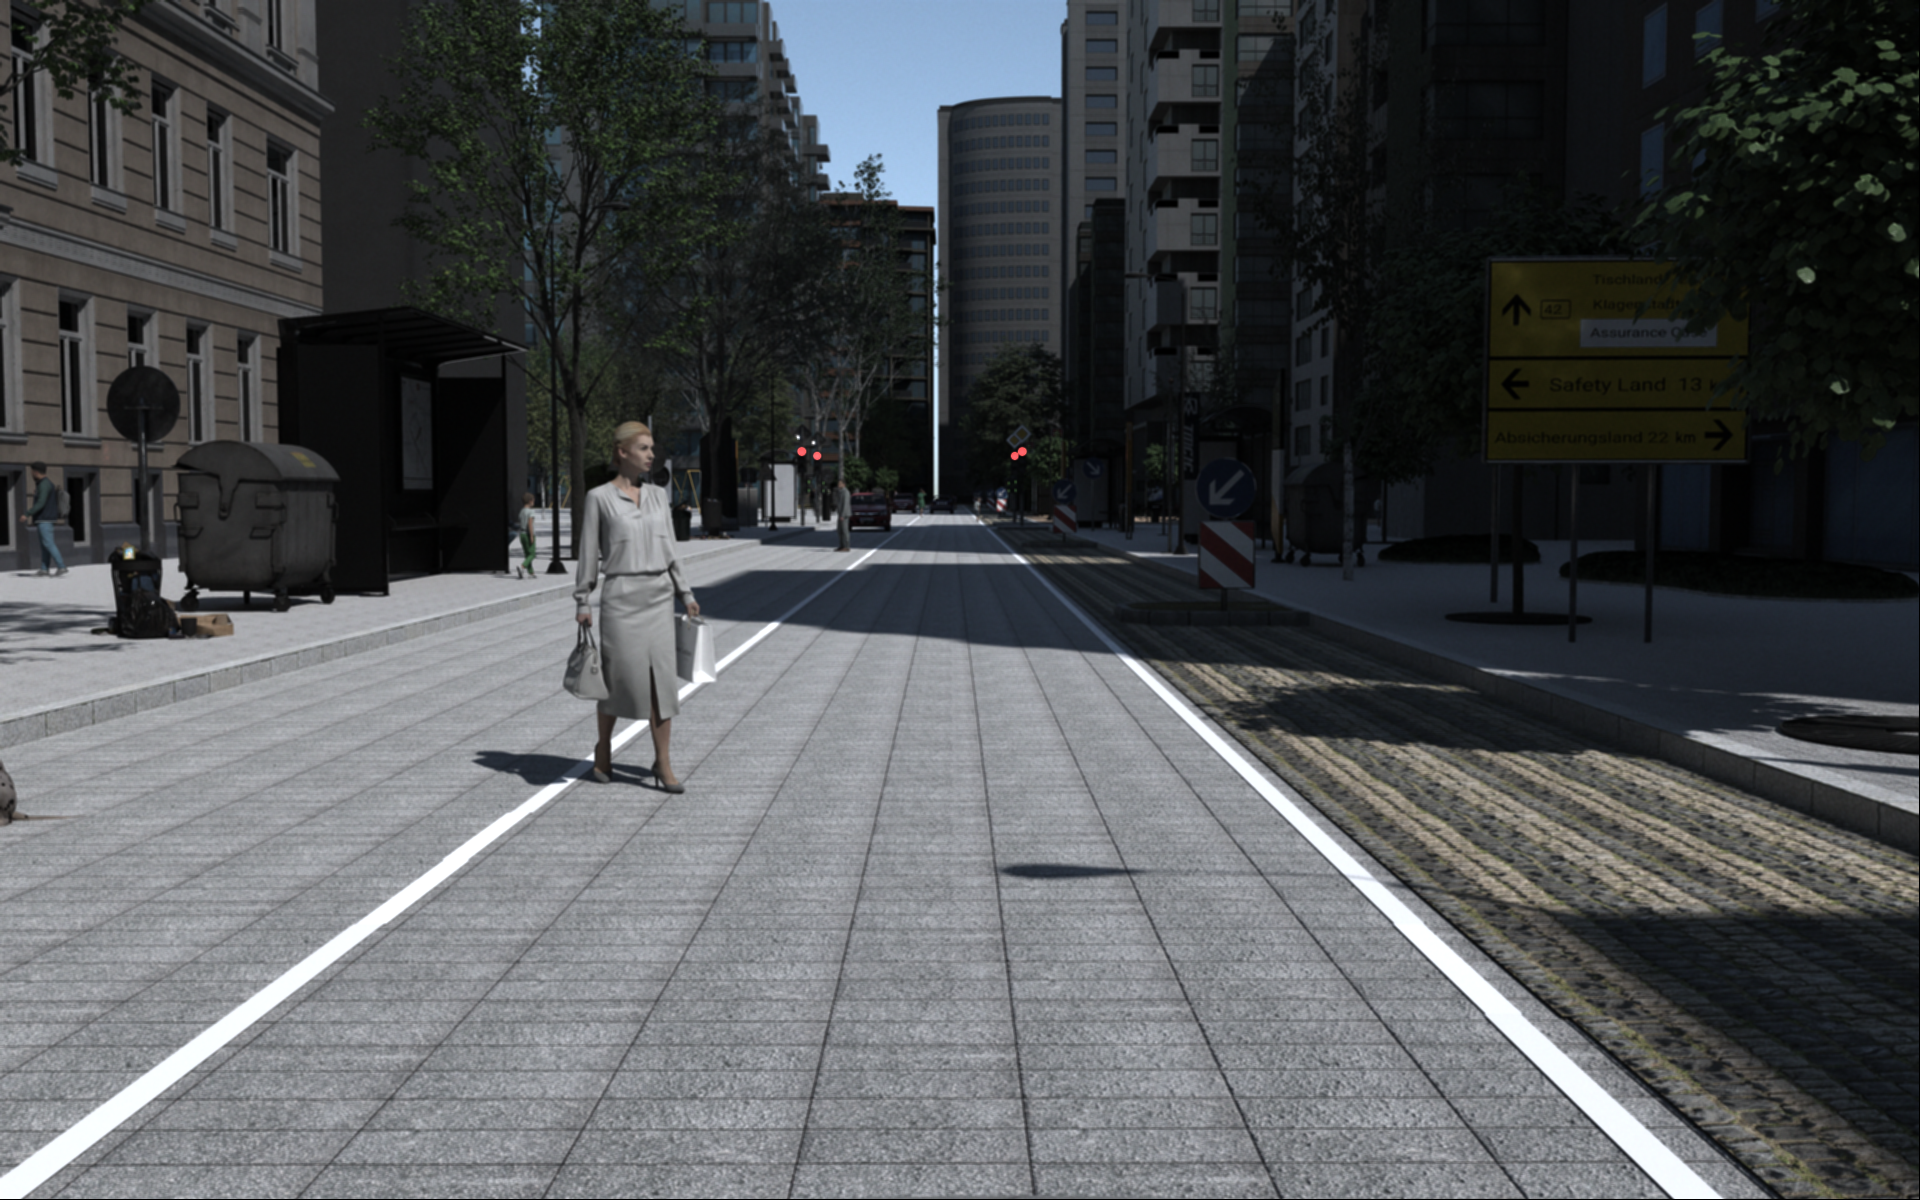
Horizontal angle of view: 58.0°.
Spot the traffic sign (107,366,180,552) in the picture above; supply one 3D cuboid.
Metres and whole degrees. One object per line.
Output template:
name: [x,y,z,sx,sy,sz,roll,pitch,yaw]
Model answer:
traffic sign: [-8.108,-1.046,17.202,0.768,2.556,0.104,0,4,6]

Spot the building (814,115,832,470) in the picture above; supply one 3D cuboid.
building: [-31.047,-35.994,208.108,30.456,49.044,23.786,0,4,0]

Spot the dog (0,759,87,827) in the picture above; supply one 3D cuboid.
dog: [-4.140,0.578,7.392,0.513,0.831,0.800,3,5,41]

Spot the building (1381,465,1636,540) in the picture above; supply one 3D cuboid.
building: [19.848,-17.268,54.030,14.160,30.474,14.107,0,4,0]

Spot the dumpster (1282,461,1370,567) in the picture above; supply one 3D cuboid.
dumpster: [6.595,-1.555,31.179,1.264,1.857,1.865,0,4,0]

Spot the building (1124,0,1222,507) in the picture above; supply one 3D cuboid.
building: [27.885,-33.578,138.243,28.713,52.752,27.495,0,4,0]

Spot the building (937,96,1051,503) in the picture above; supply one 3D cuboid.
building: [10.858,-43.522,253.589,28.212,58.520,21.231,0,4,0]

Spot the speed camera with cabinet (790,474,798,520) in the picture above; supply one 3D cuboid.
speed camera with cabinet: [-8.330,-5.585,85.651,0.660,3.252,2.038,0,4,-6]

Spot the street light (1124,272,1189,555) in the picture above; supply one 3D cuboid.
street light: [4.129,-3.906,36.410,1.470,5.913,1.316,0,4,0]

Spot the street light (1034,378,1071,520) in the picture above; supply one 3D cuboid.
street light: [3.850,-5.922,69.364,1.470,5.913,1.316,0,4,0]

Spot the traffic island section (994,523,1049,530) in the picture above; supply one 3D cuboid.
traffic island section: [2.507,-2.894,69.592,2.009,0.180,2.903,0,4,0]

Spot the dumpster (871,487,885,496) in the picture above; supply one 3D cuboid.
dumpster: [-7.218,-8.901,151.288,1.264,1.857,1.865,0,4,0]

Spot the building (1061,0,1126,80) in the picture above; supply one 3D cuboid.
building: [22.483,-40.603,205.853,21.231,58.520,28.212,0,4,0]

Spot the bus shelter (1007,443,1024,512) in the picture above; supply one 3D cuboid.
bus shelter: [4.656,-9.348,130.476,2.179,5.291,8.768,0,4,0]

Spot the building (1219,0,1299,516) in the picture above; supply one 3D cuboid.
building: [22.957,-25.877,106.686,14.154,41.232,14.086,0,4,0]

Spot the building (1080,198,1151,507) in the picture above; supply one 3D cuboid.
building: [19.778,-24.446,171.398,14.160,30.474,14.107,0,4,0]

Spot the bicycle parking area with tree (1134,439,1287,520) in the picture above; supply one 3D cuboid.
bicycle parking area with tree: [13.175,-6.138,87.366,9.016,4.147,8.231,3,5,42]

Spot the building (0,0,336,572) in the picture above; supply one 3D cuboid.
building: [-21.883,-15.098,32.762,13.634,28.700,20.117,0,4,0]

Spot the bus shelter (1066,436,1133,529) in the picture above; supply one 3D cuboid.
bus shelter: [5.046,-4.257,63.522,2.014,3.302,5.546,0,4,0]

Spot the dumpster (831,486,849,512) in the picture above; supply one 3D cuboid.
dumpster: [-8.707,-7.331,125.614,1.264,1.857,1.865,0,4,0]

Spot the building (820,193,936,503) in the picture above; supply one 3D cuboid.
building: [-17.983,-36.675,254.261,28.867,44.769,22.147,0,4,0]

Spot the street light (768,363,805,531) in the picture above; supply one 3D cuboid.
street light: [-6.026,-5.392,60.693,1.470,5.913,1.316,0,4,0]

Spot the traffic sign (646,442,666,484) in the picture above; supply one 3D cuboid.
traffic sign: [-7.510,-2.567,42.071,0.768,2.556,0.104,0,4,7]

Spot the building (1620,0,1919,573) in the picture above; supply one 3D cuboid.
building: [21.973,-23.325,31.476,14.600,45.320,14.200,0,4,0]

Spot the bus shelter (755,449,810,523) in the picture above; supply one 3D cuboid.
bus shelter: [-8.182,-5.287,80.366,2.014,3.302,5.546,0,4,0]

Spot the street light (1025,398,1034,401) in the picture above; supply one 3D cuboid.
street light: [3.834,-6.827,84.168,1.470,5.913,1.316,0,4,0]

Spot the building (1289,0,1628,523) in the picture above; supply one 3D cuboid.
building: [25.967,-19.621,92.505,14.107,30.474,14.160,0,4,0]

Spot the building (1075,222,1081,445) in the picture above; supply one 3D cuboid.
building: [19.267,-25.313,185.571,14.160,30.474,14.107,0,4,0]

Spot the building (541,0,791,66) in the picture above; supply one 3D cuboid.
building: [-27.543,-33.564,168.375,23.786,49.044,30.456,0,4,0]

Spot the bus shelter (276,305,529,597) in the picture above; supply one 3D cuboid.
bus shelter: [-7.727,-2.045,24.718,1.731,3.624,6.357,0,4,0]

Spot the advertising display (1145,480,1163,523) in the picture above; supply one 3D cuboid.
advertising display: [8.728,-4.418,77.442,0.974,1.923,0.123,-2,4,-27]

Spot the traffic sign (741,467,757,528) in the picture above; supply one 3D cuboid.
traffic sign: [-8.062,-3.911,66.068,0.606,2.300,0.079,0,4,3]

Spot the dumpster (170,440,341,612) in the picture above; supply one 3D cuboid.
dumpster: [-7.884,-0.838,19.462,1.264,1.857,1.865,0,4,0]

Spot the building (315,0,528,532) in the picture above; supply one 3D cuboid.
building: [-26.838,-15.917,53.752,24.014,27.812,14.314,0,4,0]

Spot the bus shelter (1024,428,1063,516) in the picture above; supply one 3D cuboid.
bus shelter: [5.232,-7.688,103.323,2.179,5.291,8.768,0,4,0]

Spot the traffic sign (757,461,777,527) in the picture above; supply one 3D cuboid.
traffic sign: [-7.652,-4.180,68.351,0.884,2.594,0.081,1,4,9]

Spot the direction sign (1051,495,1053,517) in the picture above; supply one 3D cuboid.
direction sign: [5.179,-6.435,97.211,0.876,3.537,0.379,-1,4,-11]

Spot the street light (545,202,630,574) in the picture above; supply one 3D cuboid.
street light: [-5.964,-3.376,27.738,1.470,5.913,1.316,0,4,0]

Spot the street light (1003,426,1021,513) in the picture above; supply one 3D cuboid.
street light: [3.647,-8.924,118.443,1.470,5.913,1.316,0,4,0]

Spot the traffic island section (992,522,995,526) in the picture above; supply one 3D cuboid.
traffic island section: [2.463,-3.382,77.577,2.009,0.180,2.903,0,4,0]

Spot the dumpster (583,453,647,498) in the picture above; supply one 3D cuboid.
dumpster: [-8.265,-2.352,40.950,1.502,2.255,1.985,0,4,0]

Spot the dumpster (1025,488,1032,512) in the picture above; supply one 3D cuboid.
dumpster: [5.460,-7.501,125.129,1.502,2.255,1.985,0,4,0]

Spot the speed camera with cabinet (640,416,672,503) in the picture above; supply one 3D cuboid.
speed camera with cabinet: [-8.157,-2.983,43.105,0.660,3.252,2.038,3,5,43]

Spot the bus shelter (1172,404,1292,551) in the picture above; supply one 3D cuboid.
bus shelter: [6.440,-2.922,41.692,2.014,3.302,5.546,0,4,0]
